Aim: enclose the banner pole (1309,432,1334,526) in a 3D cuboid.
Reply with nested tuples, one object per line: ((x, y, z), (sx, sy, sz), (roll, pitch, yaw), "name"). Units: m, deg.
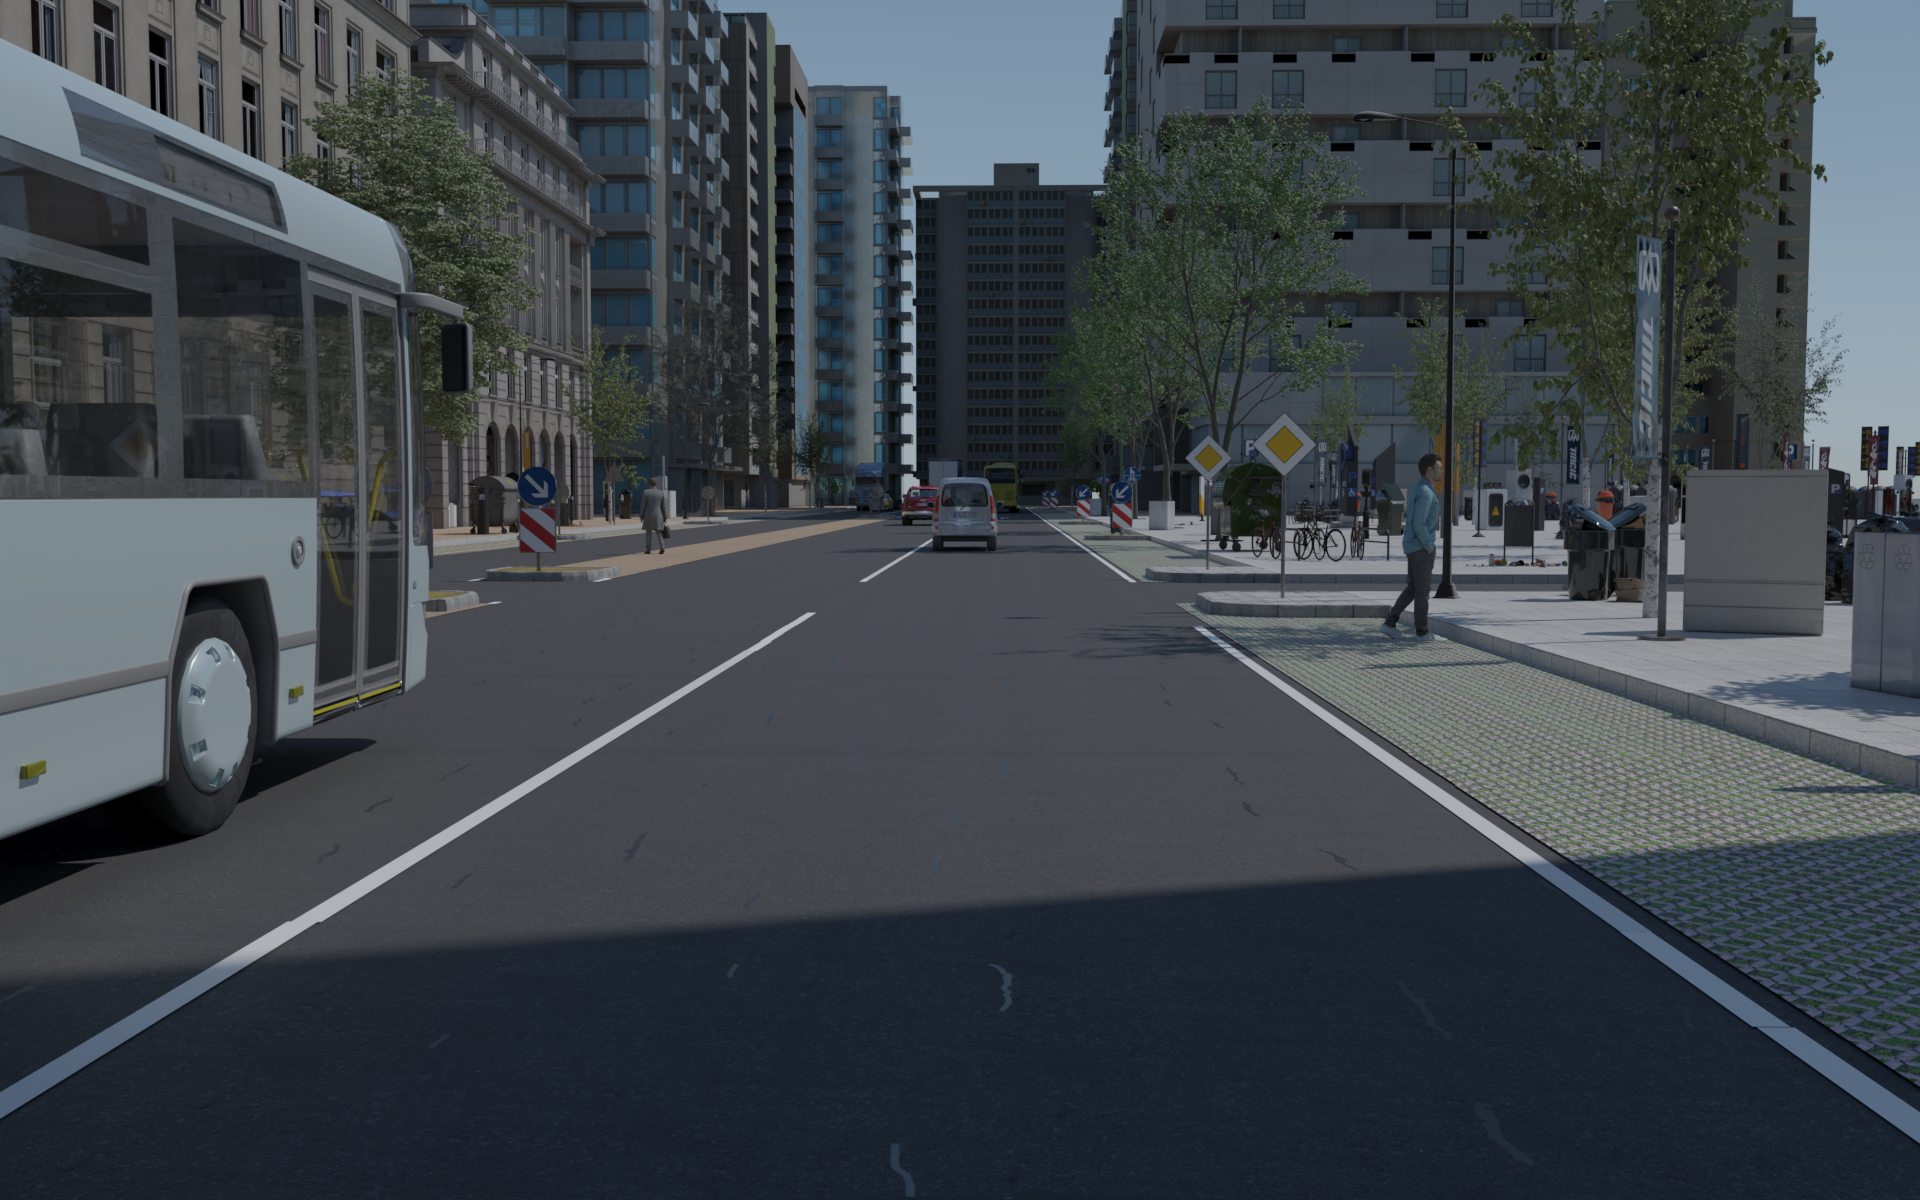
((14.508, -4.888, 69.944), (0.863, 3.779, 0.401), (-2, 4, -31), "banner pole")

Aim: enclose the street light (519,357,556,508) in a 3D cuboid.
((-14.385, -5.279, 58.845), (1.470, 5.913, 1.316), (0, 4, 2), "street light")

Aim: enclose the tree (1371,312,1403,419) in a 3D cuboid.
((17.895, -6.972, 64.360), (4.737, 8.622, 4.395), (0, 3, 0), "tree")

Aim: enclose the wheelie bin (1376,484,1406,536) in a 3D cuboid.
((13.223, -2.779, 53.351), (0.980, 1.594, 0.693), (-2, 4, -30), "wheelie bin")

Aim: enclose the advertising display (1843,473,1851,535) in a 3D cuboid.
((26.612, -2.915, 52.869), (0.974, 1.923, 0.123), (2, 4, 26), "advertising display")

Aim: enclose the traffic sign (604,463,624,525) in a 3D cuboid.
((-14.413, -4.413, 72.156), (0.884, 2.594, 0.081), (0, 4, 3), "traffic sign")

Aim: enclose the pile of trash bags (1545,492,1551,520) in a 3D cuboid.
((29.436, -4.631, 85.461), (1.912, 1.369, 3.447), (0, 4, 7), "pile of trash bags")

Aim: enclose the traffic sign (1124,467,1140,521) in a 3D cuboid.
((8.066, -4.959, 81.181), (0.768, 2.556, 0.104), (0, 4, 7), "traffic sign")

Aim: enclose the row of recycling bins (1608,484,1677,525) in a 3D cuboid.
((29.123, -4.100, 74.145), (1.069, 1.692, 3.534), (-2, 4, -24), "row of recycling bins")

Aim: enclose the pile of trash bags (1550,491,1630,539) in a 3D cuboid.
((17.789, -2.360, 48.333), (1.912, 1.369, 3.447), (1, 4, 11), "pile of trash bags")

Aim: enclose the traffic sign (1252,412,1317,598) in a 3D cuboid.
((3.972, -1.079, 21.283), (0.795, 2.450, 0.064), (0, 4, 2), "traffic sign")

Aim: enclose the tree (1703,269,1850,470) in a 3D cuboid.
((26.878, -6.538, 57.258), (4.360, 8.622, 3.978), (0, 3, 0), "tree")

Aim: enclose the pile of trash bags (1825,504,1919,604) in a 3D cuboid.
((11.877, -0.669, 20.698), (3.447, 1.369, 1.912), (0, 4, 3), "pile of trash bags")

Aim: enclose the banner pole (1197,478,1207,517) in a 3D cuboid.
((13.686, -6.564, 97.335), (0.863, 3.779, 0.401), (-2, 4, -35), "banner pole")

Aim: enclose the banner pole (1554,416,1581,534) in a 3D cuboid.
((19.580, -4.019, 55.733), (0.863, 3.779, 0.401), (-1, 4, -10), "banner pole")

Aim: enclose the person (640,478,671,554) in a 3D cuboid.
((-7.262, -1.988, 41.110), (0.694, 1.812, 0.767), (-2, 4, -27), "person")

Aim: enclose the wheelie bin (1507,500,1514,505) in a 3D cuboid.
((27.474, -4.832, 86.911), (0.693, 1.594, 0.980), (2, 4, 24), "wheelie bin")

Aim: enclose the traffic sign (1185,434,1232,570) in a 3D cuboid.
((4.189, -1.567, 29.265), (0.795, 2.450, 0.064), (0, 4, 2), "traffic sign")

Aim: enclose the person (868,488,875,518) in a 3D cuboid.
((-5.150, -5.713, 102.175), (0.573, 1.790, 0.520), (-3, 4, -38), "person")

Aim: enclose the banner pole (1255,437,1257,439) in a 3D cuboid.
((12.888, -5.254, 75.917), (0.401, 3.779, 0.863), (-1, 4, -8), "banner pole")

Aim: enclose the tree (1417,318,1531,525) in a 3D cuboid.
((21.226, -7.447, 72.114), (4.360, 8.622, 3.978), (0, 3, 0), "tree")

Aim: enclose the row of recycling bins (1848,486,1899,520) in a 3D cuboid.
((48.098, -5.225, 92.544), (3.534, 1.692, 1.069), (1, 4, 17), "row of recycling bins")

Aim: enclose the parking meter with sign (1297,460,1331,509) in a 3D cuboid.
((18.439, -5.740, 90.105), (1.738, 3.016, 0.543), (1, 4, 22), "parking meter with sign")

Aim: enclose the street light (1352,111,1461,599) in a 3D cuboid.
((5.457, -2.976, 21.193), (1.470, 5.913, 1.316), (0, 4, 2), "street light")

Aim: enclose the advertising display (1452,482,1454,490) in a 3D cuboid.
((25.699, -5.222, 90.588), (0.123, 1.923, 0.974), (1, 4, 21), "advertising display")

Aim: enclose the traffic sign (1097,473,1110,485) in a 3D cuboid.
((8.581, -6.327, 103.547), (0.768, 2.556, 0.104), (1, 4, 9), "traffic sign")

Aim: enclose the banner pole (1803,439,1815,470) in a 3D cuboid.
((38.737, -5.446, 79.060), (0.863, 3.779, 0.401), (-2, 4, -25), "banner pole")

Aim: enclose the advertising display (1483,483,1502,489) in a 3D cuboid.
((29.754, -5.603, 96.827), (0.974, 1.923, 0.123), (2, 4, 23), "advertising display")

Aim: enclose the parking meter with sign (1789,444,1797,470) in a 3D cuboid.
((29.903, -3.942, 60.708), (1.738, 3.016, 0.543), (0, 4, -4), "parking meter with sign")

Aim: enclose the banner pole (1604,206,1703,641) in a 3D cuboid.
((6.016, -1.528, 15.006), (0.863, 3.779, 0.401), (-3, 5, -42), "banner pole")

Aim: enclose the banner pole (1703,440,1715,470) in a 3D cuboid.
((34.455, -5.491, 79.799), (0.401, 3.779, 0.863), (-2, 4, -30), "banner pole")

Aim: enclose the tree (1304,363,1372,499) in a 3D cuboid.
((21.198, -8.989, 97.325), (4.737, 8.622, 4.395), (0, 3, 0), "tree")

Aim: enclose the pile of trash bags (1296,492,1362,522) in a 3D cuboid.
((17.258, -4.325, 80.460), (1.912, 1.369, 3.447), (-3, 4, -36), "pile of trash bags")

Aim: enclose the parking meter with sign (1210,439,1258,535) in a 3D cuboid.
((8.623, -3.567, 54.589), (1.738, 3.016, 0.543), (-3, 5, -40), "parking meter with sign")

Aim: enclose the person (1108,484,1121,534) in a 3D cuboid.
((5.199, -3.006, 58.063), (0.534, 1.772, 0.576), (0, 4, -8), "person")

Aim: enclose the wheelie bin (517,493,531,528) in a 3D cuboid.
((-16.654, -3.549, 65.942), (0.693, 1.594, 0.980), (0, 4, -7), "wheelie bin")

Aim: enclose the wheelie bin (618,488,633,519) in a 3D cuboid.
((-17.145, -4.952, 88.881), (0.693, 1.594, 0.980), (0, 4, -2), "wheelie bin")

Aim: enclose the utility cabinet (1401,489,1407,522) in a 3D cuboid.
((19.913, -4.304, 79.050), (0.318, 1.500, 1.173), (-1, 4, -20), "utility cabinet")

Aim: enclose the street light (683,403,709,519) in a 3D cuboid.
((-13.493, -7.088, 88.426), (1.470, 5.913, 1.316), (0, 4, 2), "street light")

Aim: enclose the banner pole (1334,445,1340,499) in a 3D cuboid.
((19.197, -6.023, 88.499), (0.401, 3.779, 0.863), (-2, 4, -28), "banner pole")

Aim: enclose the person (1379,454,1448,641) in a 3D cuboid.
((4.426, -0.511, 16.873), (0.620, 1.820, 0.660), (0, 4, 2), "person")

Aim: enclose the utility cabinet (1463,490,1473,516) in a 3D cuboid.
((29.855, -5.649, 101.040), (0.318, 1.500, 1.173), (-1, 4, -21), "utility cabinet")

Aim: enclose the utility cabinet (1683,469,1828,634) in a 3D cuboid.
((7.323, -0.445, 15.960), (1.173, 1.500, 0.318), (2, 4, 27), "utility cabinet")

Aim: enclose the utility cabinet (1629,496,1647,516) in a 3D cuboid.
((23.218, -2.942, 59.266), (0.306, 1.237, 1.020), (0, 4, -1), "utility cabinet")

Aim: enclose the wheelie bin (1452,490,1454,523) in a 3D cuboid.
((21.645, -4.197, 76.529), (0.693, 1.594, 0.980), (1, 4, 13), "wheelie bin")

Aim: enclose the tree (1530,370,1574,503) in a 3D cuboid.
((33.423, -9.208, 100.909), (4.360, 8.622, 3.978), (0, 3, 0), "tree")
